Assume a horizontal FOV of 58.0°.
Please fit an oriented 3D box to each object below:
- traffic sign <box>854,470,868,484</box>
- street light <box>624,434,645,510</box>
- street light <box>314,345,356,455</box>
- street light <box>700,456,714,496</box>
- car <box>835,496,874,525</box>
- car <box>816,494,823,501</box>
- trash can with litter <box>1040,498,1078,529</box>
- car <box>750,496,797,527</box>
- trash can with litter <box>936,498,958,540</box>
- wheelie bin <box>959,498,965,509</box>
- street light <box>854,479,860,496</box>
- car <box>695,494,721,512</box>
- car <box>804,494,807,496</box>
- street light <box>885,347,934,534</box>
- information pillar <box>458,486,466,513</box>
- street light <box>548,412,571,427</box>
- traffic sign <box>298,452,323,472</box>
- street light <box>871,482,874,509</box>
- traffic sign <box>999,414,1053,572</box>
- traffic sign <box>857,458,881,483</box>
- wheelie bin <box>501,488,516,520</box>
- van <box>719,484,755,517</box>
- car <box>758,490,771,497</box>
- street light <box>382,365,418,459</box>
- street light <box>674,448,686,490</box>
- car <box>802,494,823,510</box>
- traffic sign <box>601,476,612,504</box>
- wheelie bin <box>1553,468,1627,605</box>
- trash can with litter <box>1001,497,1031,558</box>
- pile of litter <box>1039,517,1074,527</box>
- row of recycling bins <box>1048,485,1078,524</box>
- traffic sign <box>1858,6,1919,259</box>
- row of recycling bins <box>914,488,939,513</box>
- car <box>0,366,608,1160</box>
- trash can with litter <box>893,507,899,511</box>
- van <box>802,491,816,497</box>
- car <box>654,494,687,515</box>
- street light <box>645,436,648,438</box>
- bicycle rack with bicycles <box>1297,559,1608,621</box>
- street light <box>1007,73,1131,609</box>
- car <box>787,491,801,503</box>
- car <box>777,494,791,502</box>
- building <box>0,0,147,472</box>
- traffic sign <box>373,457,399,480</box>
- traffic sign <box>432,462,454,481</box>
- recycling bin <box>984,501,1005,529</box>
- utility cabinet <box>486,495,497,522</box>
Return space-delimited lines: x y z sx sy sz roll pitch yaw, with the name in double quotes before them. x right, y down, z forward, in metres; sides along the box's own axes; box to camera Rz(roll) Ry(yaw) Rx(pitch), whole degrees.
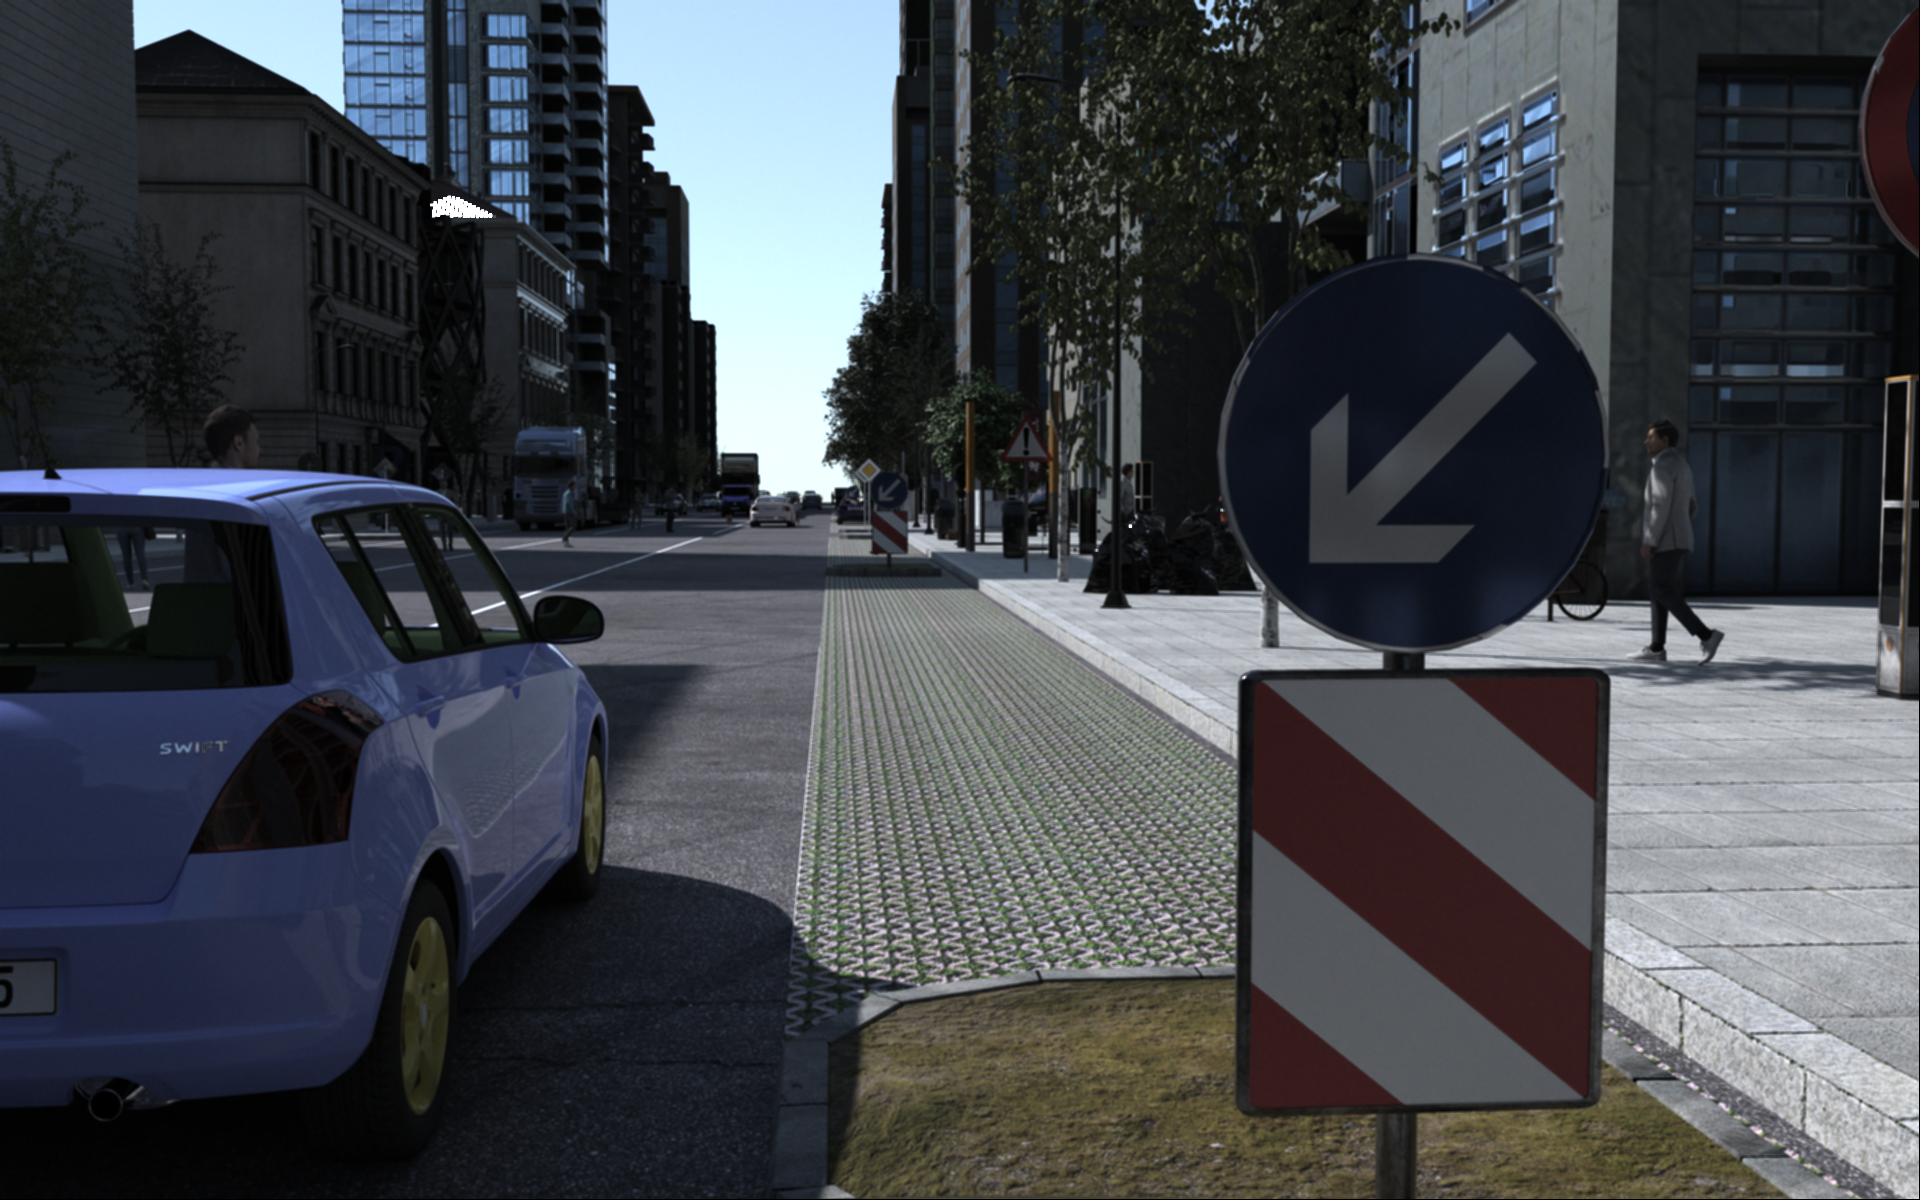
"traffic sign" -3.488 -3.770 63.826 0.795 2.593 0.064 0 4 -4
"street light" -25.384 -9.874 133.974 1.470 5.913 1.316 0 4 -4
"street light" -19.518 -4.985 54.051 1.470 5.913 1.316 0 4 -4
"street light" -31.038 -14.578 210.891 1.470 5.913 1.316 0 4 -4
"car" -4.940 -4.246 81.999 1.945 1.354 3.894 0 4 -3
"car" -23.717 -16.768 285.948 2.131 1.459 4.920 0 4 -5
"trash can with litter" 3.508 -3.274 64.587 2.233 1.210 1.678 1 4 10
"car" -8.214 -3.901 76.145 2.083 1.381 4.827 0 4 -3
"trash can with litter" -0.270 -2.264 48.408 0.624 1.170 1.055 -2 4 -24
"wheelie bin" 0.378 -4.125 75.356 0.693 1.594 0.980 -2 4 -24
"street light" -7.848 -10.462 143.588 1.470 5.913 1.316 0 4 -4
"car" -20.736 -8.028 143.057 2.131 1.459 4.920 0 4 -5
"car" -17.838 -11.961 205.792 2.015 1.641 3.980 0 4 -3
"street light" -1.528 -5.046 55.049 1.470 5.913 1.316 0 4 -4
"information pillar" -30.008 -6.111 104.408 0.304 2.012 0.304 3 4 36
"street light" -22.756 -7.689 98.254 1.470 5.913 1.316 0 4 -4
"traffic sign" -19.712 -3.207 52.546 0.768 2.556 0.104 0 4 2
"street light" -4.888 -7.948 102.494 1.470 5.913 1.316 0 4 -4
"traffic sign" 1.080 -1.730 28.282 0.884 2.594 0.081 0 4 1
"traffic sign" -2.907 -3.283 55.862 0.795 2.593 0.064 0 4 -4
"wheelie bin" -22.350 -4.784 86.128 0.693 1.594 0.980 1 4 11
"van" -14.379 -6.601 112.309 2.240 2.365 5.245 0 4 -3
"car" -18.771 -9.364 161.776 2.281 1.827 5.304 0 4 -4
"street light" -20.231 -5.501 62.487 1.470 5.913 1.316 0 4 -4
"street light" -28.359 -12.392 175.144 1.470 5.913 1.316 0 4 -4
"car" -13.506 -8.933 158.056 2.014 1.417 4.499 0 4 -3
"traffic sign" -24.730 -7.406 121.189 0.768 2.556 0.104 0 4 4
"wheelie bin" 7.263 -0.755 20.245 0.980 1.594 0.693 1 4 19
"trash can with litter" 1.151 -1.437 34.888 0.624 1.170 1.055 0 4 -2
"pile of litter" 3.901 -3.228 66.737 1.719 0.858 1.176 1 4 9
"row of recycling bins" 3.962 -4.221 76.118 3.534 1.692 1.069 2 4 25
"traffic sign" 2.568 -0.258 4.317 0.768 2.556 0.104 0 4 -2
"row of recycling bins" -2.248 -6.728 117.120 1.069 1.692 3.534 1 4 18
"car" -2.059 0.282 4.987 1.945 1.707 3.694 0 4 -4
"trash can with litter" -4.650 -7.264 130.158 1.055 1.170 0.624 -1 4 -9
"van" -18.494 -12.643 213.725 2.013 2.044 4.112 0 4 -5
"car" -19.729 -6.515 118.325 2.131 1.459 4.920 0 4 -3
"street light" -25.755 -10.200 139.315 1.470 5.913 1.316 0 4 -4
"bicycle rack with bicycles" 4.789 -0.281 17.979 2.852 0.926 2.925 -2 4 -30
"street light" 1.220 -2.862 19.338 1.470 5.913 1.316 0 4 -4
"car" -22.881 -13.939 236.579 2.281 1.827 5.304 0 4 -4
"car" -21.413 -12.236 208.848 1.959 1.807 4.718 0 4 -3
"building" -38.244 -16.287 43.780 29.804 29.767 11.434 0 4 -4
"traffic sign" -18.163 -3.216 54.774 0.795 2.593 0.064 0 4 -4
"traffic sign" -18.743 -3.703 62.738 0.795 2.593 0.064 0 4 -4
"recycling bin" 1.308 -3.139 63.883 0.722 1.027 0.722 2 4 24
"utility cabinet" -21.459 -4.171 79.362 0.306 1.237 1.020 0 4 -5
